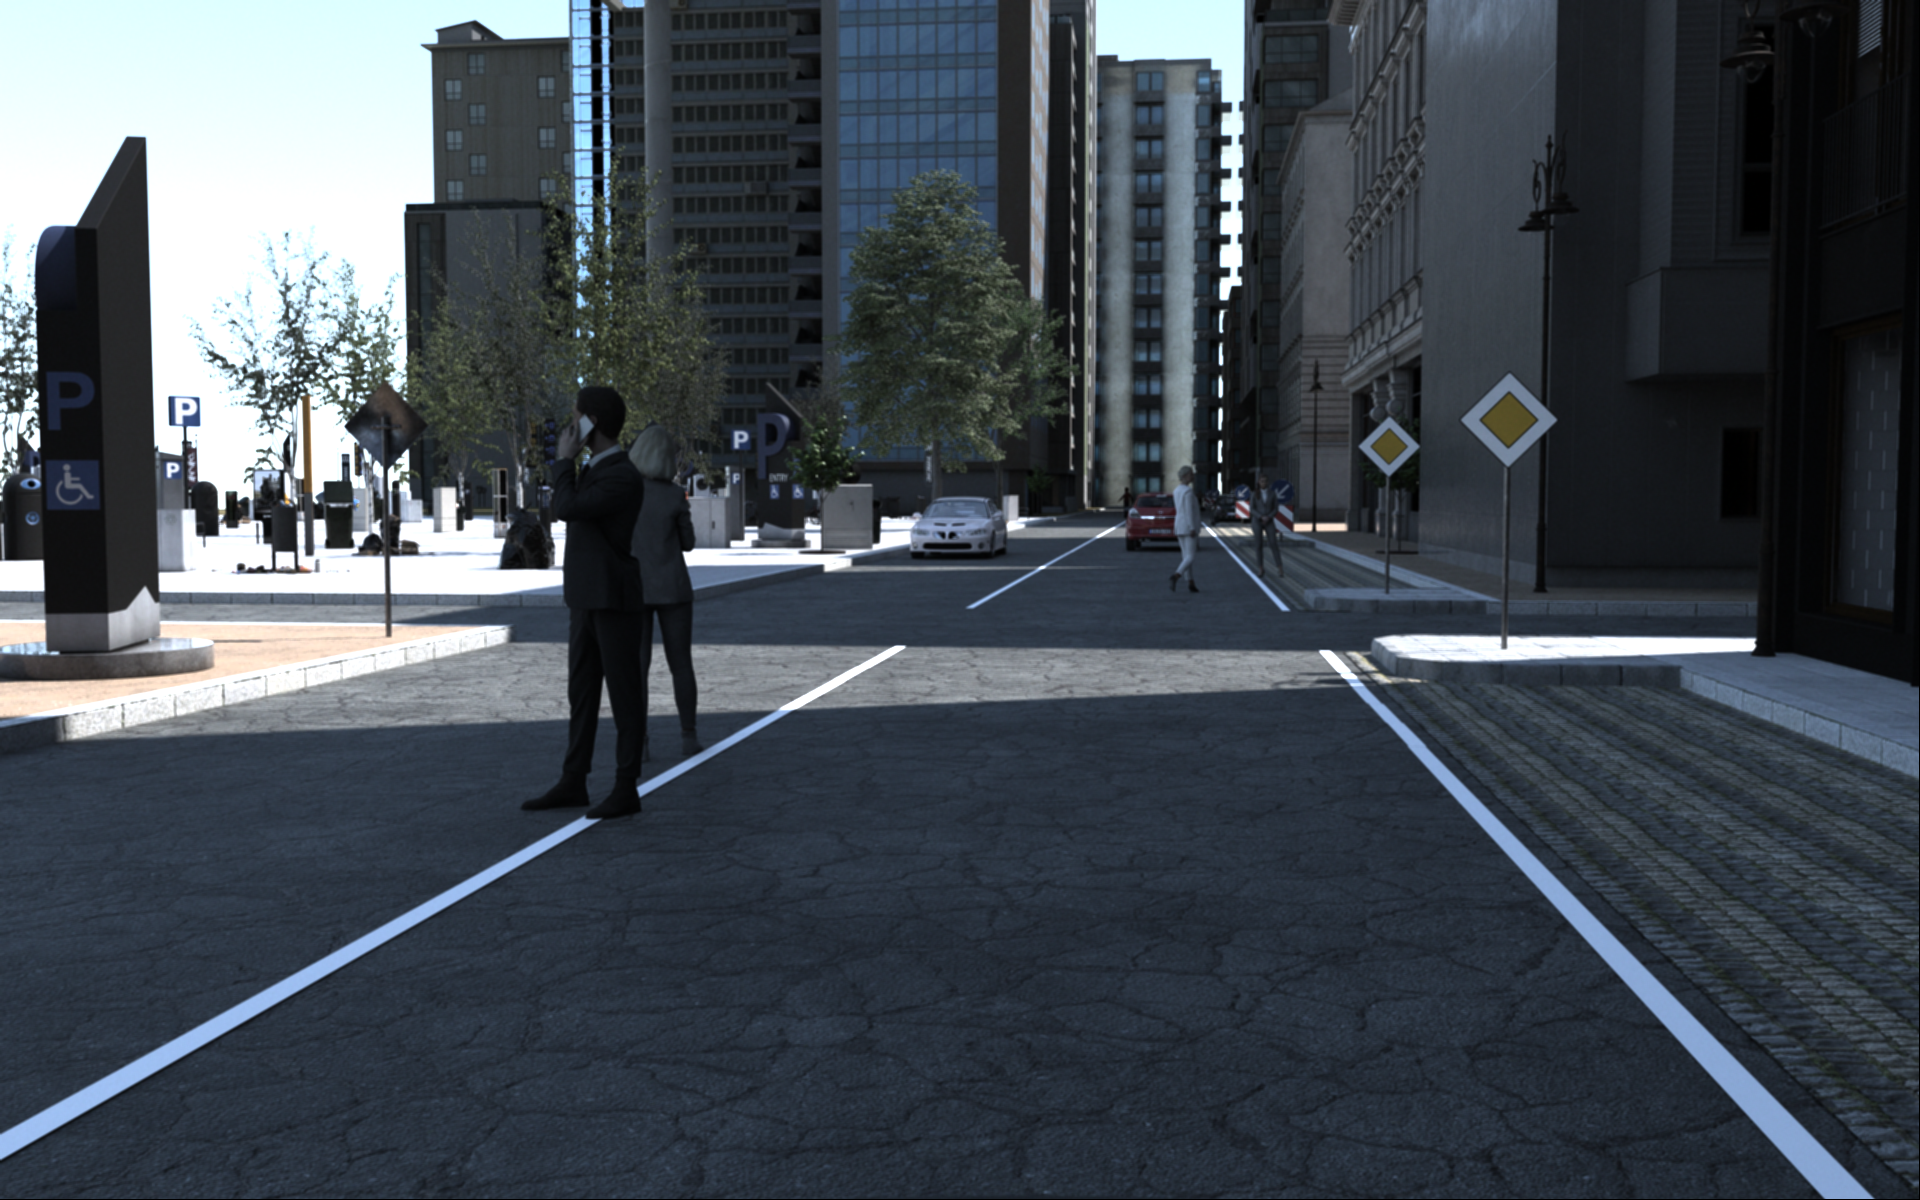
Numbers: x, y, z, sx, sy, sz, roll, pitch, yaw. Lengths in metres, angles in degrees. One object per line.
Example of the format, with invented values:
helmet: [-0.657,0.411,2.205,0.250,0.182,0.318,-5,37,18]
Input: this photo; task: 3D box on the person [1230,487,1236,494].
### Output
person: [14.103,-4.950,89.548,0.853,1.813,0.709,0,4,-4]

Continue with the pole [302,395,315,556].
pole: [-13.503,-2.570,35.869,0.158,3.312,0.155,0,3,0]

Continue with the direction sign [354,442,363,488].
direction sign: [-26.112,-5.090,75.225,0.379,3.537,0.876,0,4,2]

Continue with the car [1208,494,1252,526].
car: [12.243,-4.184,78.199,2.009,1.686,4.222,0,4,6]

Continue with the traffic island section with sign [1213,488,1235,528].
traffic island section with sign: [11.991,-4.019,74.340,1.989,1.847,2.006,0,4,7]

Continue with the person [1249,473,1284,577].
person: [5.271,-1.284,29.771,0.520,1.790,0.573,-1,4,-12]

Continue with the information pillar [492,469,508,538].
information pillar: [-13.330,-2.798,50.235,0.304,2.012,0.304,3,5,41]

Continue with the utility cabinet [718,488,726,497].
utility cabinet: [-8.651,-3.407,64.388,0.318,1.500,1.173,1,4,15]

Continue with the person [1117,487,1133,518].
person: [9.845,-5.758,102.600,1.348,1.831,0.705,-3,5,-44]

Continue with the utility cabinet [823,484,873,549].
utility cabinet: [-2.600,-1.902,39.782,1.173,1.500,0.318,0,4,-7]

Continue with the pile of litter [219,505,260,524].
pile of litter: [-31.113,-3.713,74.671,1.719,0.858,1.176,-1,4,-17]

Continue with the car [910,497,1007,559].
car: [0.021,-1.693,40.036,2.083,1.381,4.827,0,4,7]

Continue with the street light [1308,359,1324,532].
street light: [12.148,-5.287,59.229,0.468,5.910,1.993,0,4,7]

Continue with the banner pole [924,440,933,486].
banner pole: [-1.110,-4.809,68.649,0.863,3.779,0.401,3,4,38]

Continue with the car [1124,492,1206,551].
car: [5.313,-2.207,45.127,2.155,1.783,4.494,1,4,9]

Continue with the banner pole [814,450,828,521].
banner pole: [-6.598,-5.694,83.109,0.863,3.779,0.401,-3,4,-36]

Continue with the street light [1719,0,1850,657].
street light: [6.367,-2.493,13.548,0.468,5.910,1.993,0,4,7]

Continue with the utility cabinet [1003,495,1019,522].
utility cabinet: [2.371,-4.280,81.133,0.306,1.237,1.020,2,4,30]

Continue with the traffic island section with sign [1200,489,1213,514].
traffic island section with sign: [18.056,-7.010,123.241,1.989,1.847,2.006,0,4,7]

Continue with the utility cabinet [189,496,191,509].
utility cabinet: [-25.788,-2.866,58.023,0.306,1.237,1.020,-1,4,-13]

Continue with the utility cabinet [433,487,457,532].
utility cabinet: [-17.186,-3.000,57.731,0.318,1.500,1.173,0,4,7]

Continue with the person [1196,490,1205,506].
person: [23.409,-9.810,168.899,1.348,1.823,0.705,1,4,21]

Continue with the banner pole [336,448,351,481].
banner pole: [-33.308,-6.329,93.493,0.863,3.779,0.401,-2,4,-25]

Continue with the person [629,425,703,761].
person: [-1.707,-0.049,9.485,0.537,1.800,0.526,0,4,4]

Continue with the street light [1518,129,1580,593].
street light: [7.583,-3.038,22.456,0.468,5.910,1.993,0,4,7]

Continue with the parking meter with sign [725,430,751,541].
parking meter with sign: [-6.182,-3.151,47.773,0.543,3.016,1.738,-1,4,-17]

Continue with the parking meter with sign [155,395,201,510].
parking meter with sign: [-14.382,-2.148,31.373,1.738,3.016,0.543,3,5,42]

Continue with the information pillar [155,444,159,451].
information pillar: [-37.762,-5.512,81.481,0.183,3.616,0.504,0,4,-8]

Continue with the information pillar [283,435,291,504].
information pillar: [-25.937,-4.615,66.810,0.183,3.616,0.504,0,4,7]

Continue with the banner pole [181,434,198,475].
banner pole: [-31.761,-4.990,71.605,0.401,3.779,0.863,3,5,42]

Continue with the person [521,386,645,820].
person: [-1.649,0.010,7.697,0.474,1.900,0.648,-2,4,-31]

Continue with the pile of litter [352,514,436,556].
pile of litter: [-11.962,-1.388,36.652,1.719,0.858,1.176,-1,4,-16]

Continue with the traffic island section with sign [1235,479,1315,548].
traffic island section with sign: [8.606,-2.357,47.159,1.989,1.847,2.006,0,4,7]

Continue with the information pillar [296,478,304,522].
information pillar: [-30.631,-4.652,80.555,0.304,2.012,0.304,2,4,33]

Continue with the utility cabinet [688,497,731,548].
utility cabinet: [-5.964,-1.829,41.061,1.020,1.237,0.306,1,4,17]

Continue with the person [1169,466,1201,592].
person: [3.238,-1.023,25.097,0.818,1.842,0.514,-3,5,-42]

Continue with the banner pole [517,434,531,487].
banner pole: [-18.294,-5.051,72.605,0.863,3.779,0.401,2,4,27]

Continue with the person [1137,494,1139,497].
person: [16.258,-8.893,157.128,0.421,1.427,0.697,-2,4,-31]

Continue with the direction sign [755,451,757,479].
direction sign: [-10.373,-5.984,89.842,0.379,3.537,0.876,-3,4,-36]

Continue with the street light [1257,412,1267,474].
street light: [16.688,-7.525,95.828,0.468,5.910,1.993,0,4,7]

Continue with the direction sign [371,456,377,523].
direction sign: [-25.903,-5.156,76.297,0.379,3.537,0.876,-1,4,-21]

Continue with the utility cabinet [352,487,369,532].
utility cabinet: [-20.337,-3.054,58.610,1.173,1.500,0.318,3,4,37]

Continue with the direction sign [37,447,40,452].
direction sign: [-44.240,-5.630,84.040,0.876,3.537,0.379,-2,4,-25]

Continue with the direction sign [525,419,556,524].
direction sign: [-12.588,-3.673,52.048,0.876,3.537,0.379,0,4,-7]
